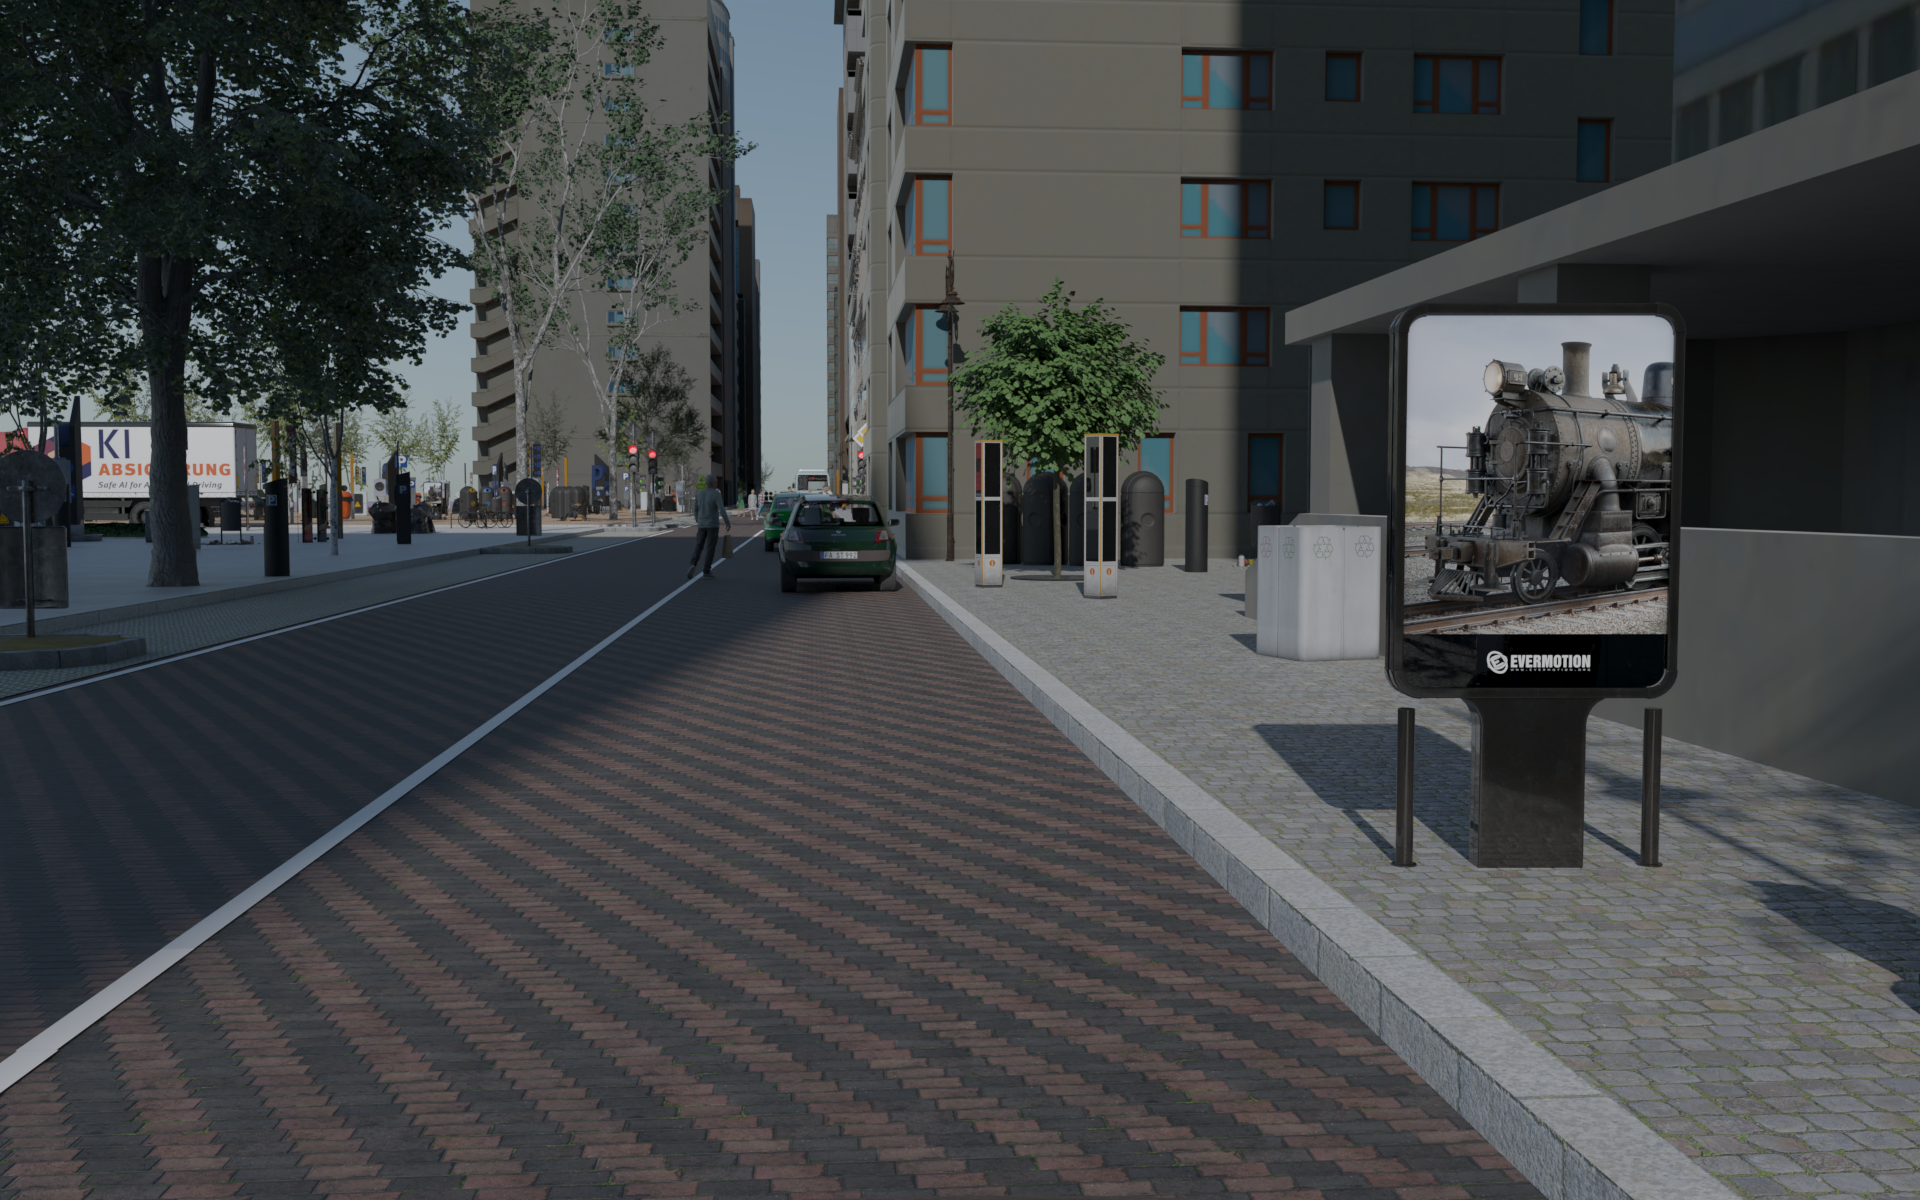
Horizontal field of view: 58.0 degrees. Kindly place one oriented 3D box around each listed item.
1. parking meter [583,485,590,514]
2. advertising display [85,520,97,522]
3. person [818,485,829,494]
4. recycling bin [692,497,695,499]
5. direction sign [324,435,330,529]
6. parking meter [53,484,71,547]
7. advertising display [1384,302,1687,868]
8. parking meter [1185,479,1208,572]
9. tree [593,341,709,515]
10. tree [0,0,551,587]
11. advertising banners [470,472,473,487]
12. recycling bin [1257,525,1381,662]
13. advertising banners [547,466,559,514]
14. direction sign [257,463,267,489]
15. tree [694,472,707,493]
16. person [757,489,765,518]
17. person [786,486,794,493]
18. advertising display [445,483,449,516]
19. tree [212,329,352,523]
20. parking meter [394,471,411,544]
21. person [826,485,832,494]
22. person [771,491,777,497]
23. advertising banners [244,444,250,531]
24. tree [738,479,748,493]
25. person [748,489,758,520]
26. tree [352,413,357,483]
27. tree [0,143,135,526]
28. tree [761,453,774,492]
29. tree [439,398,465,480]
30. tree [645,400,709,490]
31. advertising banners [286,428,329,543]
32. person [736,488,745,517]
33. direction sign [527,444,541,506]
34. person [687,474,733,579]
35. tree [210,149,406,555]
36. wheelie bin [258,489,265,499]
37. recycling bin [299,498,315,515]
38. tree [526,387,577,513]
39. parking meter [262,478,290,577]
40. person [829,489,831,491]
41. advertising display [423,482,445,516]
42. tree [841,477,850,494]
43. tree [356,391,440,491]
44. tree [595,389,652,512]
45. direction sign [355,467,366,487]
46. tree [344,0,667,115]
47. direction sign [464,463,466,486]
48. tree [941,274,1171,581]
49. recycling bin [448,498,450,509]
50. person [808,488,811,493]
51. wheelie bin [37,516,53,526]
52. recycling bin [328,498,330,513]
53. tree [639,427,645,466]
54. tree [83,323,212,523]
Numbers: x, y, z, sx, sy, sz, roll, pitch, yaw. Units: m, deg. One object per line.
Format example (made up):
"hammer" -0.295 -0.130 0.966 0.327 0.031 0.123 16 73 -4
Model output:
"parking meter" -24.079 -6.476 111.595 0.399 1.863 0.255 1 4 18
"advertising display" -40.331 -4.581 80.114 0.974 1.923 0.123 1 4 17
"person" -6.070 -4.184 76.873 0.622 1.834 0.822 -3 5 -41
"recycling bin" -21.366 -7.718 138.746 0.722 1.027 0.722 -1 4 -10
"direction sign" -23.360 -4.395 63.855 0.379 3.537 0.876 -2 4 -26
"parking meter" -21.663 -2.040 41.766 0.372 1.533 0.369 0 3 0
"advertising display" 1.956 -0.044 5.931 0.974 1.923 0.123 0 4 0
"parking meter" 3.889 -1.226 28.458 0.372 1.533 0.369 0 3 0
"tree" -18.529 -10.404 104.514 7.601 10.594 8.767 -3 5 -39
"tree" -10.907 -7.169 23.861 9.857 13.997 8.962 0 3 0
"advertising banners" -39.921 -8.821 140.410 0.090 3.025 2.074 -3 4 -39
"recycling bin" 2.820 -0.067 13.652 0.722 1.027 0.722 -1 4 -20
"advertising banners" -25.877 -6.977 110.254 0.090 3.025 2.074 -2 4 -33
"direction sign" -49.847 -8.039 123.434 0.876 3.537 0.379 0 4 4
"tree" -22.153 -9.433 148.830 1.663 3.219 1.824 0 3 0
"person" -12.174 -5.885 105.553 0.643 1.720 0.563 -1 4 -21
"person" -9.033 -5.189 93.152 0.655 1.846 0.447 -3 4 -36
"advertising display" -30.283 -5.930 102.172 0.123 1.923 0.974 -1 4 -8
"tree" -29.546 -7.665 75.689 4.737 8.622 4.395 0 3 0
"parking meter" -14.265 -2.361 44.316 0.399 1.863 0.255 -1 4 -19
"person" -6.105 -4.358 79.851 0.679 1.850 0.850 3 5 40
"person" -19.287 -10.446 179.830 0.750 1.759 0.617 -2 4 -32
"advertising banners" -25.014 -3.946 60.709 0.090 3.025 2.074 -1 4 -19
"tree" -28.222 -14.011 223.679 1.663 3.219 1.824 0 3 0
"person" -11.544 -5.324 96.551 0.512 1.701 0.522 -1 4 -17
"tree" -44.628 -10.759 126.265 4.737 8.622 4.395 0 3 0
"tree" -18.970 -5.179 35.037 4.360 8.622 3.978 0 3 0
"tree" -35.207 -21.801 306.810 4.360 8.622 3.978 0 3 0
"tree" -39.213 -11.009 130.363 4.737 8.622 4.395 0 3 0
"tree" -21.078 -11.054 131.095 4.360 8.622 3.978 0 3 0
"advertising banners" -17.232 -3.028 45.703 0.090 3.025 2.074 1 4 8
"person" -13.522 -5.999 106.831 0.529 1.795 0.600 1 4 11
"direction sign" -19.212 -5.241 77.683 0.876 3.537 0.379 -2 4 -35
"person" -4.195 -1.240 29.264 0.782 1.767 0.515 2 4 25
"tree" -13.325 -5.259 36.344 4.360 8.622 3.978 0 3 0
"wheelie bin" -46.330 -6.517 114.458 0.693 1.594 0.980 1 4 19
"recycling bin" -40.791 -5.849 108.183 0.722 1.027 0.722 1 4 16
"tree" -28.588 -10.375 119.991 4.360 8.622 3.978 0 3 0
"parking meter" -10.678 -1.140 27.043 0.372 1.533 0.369 0 3 0
"person" -6.769 -4.985 90.346 0.599 1.781 0.374 1 4 19
"advertising display" -27.726 -5.254 91.118 0.974 1.923 0.123 0 4 1
"tree" -9.782 -9.665 152.632 1.663 3.219 1.824 0 3 0
"tree" -38.807 -10.360 119.746 4.737 8.622 4.395 0 3 0
"tree" -23.050 -10.403 120.458 4.737 8.622 4.395 0 3 0
"direction sign" -49.741 -9.284 143.797 0.876 3.537 0.379 0 4 -6
"tree" -13.527 -12.303 57.050 12.611 20.169 13.585 0 3 0
"direction sign" -36.087 -8.219 126.378 0.379 3.537 0.876 -1 4 -21
"tree" 1.450 -2.597 26.169 4.285 4.588 4.351 0 3 0
"recycling bin" -43.090 -8.091 144.838 0.722 1.027 0.722 -2 4 -35
"person" -9.383 -6.093 108.472 0.624 1.780 0.694 2 4 34
"wheelie bin" -25.388 -2.456 48.066 0.980 1.594 0.693 0 4 -4
"recycling bin" -42.714 -6.394 117.092 0.722 1.027 0.722 -3 4 -38
"tree" -24.516 -11.783 143.018 4.360 8.622 3.978 0 3 0
"tree" -35.486 -7.585 74.369 4.737 8.622 4.395 0 3 0
